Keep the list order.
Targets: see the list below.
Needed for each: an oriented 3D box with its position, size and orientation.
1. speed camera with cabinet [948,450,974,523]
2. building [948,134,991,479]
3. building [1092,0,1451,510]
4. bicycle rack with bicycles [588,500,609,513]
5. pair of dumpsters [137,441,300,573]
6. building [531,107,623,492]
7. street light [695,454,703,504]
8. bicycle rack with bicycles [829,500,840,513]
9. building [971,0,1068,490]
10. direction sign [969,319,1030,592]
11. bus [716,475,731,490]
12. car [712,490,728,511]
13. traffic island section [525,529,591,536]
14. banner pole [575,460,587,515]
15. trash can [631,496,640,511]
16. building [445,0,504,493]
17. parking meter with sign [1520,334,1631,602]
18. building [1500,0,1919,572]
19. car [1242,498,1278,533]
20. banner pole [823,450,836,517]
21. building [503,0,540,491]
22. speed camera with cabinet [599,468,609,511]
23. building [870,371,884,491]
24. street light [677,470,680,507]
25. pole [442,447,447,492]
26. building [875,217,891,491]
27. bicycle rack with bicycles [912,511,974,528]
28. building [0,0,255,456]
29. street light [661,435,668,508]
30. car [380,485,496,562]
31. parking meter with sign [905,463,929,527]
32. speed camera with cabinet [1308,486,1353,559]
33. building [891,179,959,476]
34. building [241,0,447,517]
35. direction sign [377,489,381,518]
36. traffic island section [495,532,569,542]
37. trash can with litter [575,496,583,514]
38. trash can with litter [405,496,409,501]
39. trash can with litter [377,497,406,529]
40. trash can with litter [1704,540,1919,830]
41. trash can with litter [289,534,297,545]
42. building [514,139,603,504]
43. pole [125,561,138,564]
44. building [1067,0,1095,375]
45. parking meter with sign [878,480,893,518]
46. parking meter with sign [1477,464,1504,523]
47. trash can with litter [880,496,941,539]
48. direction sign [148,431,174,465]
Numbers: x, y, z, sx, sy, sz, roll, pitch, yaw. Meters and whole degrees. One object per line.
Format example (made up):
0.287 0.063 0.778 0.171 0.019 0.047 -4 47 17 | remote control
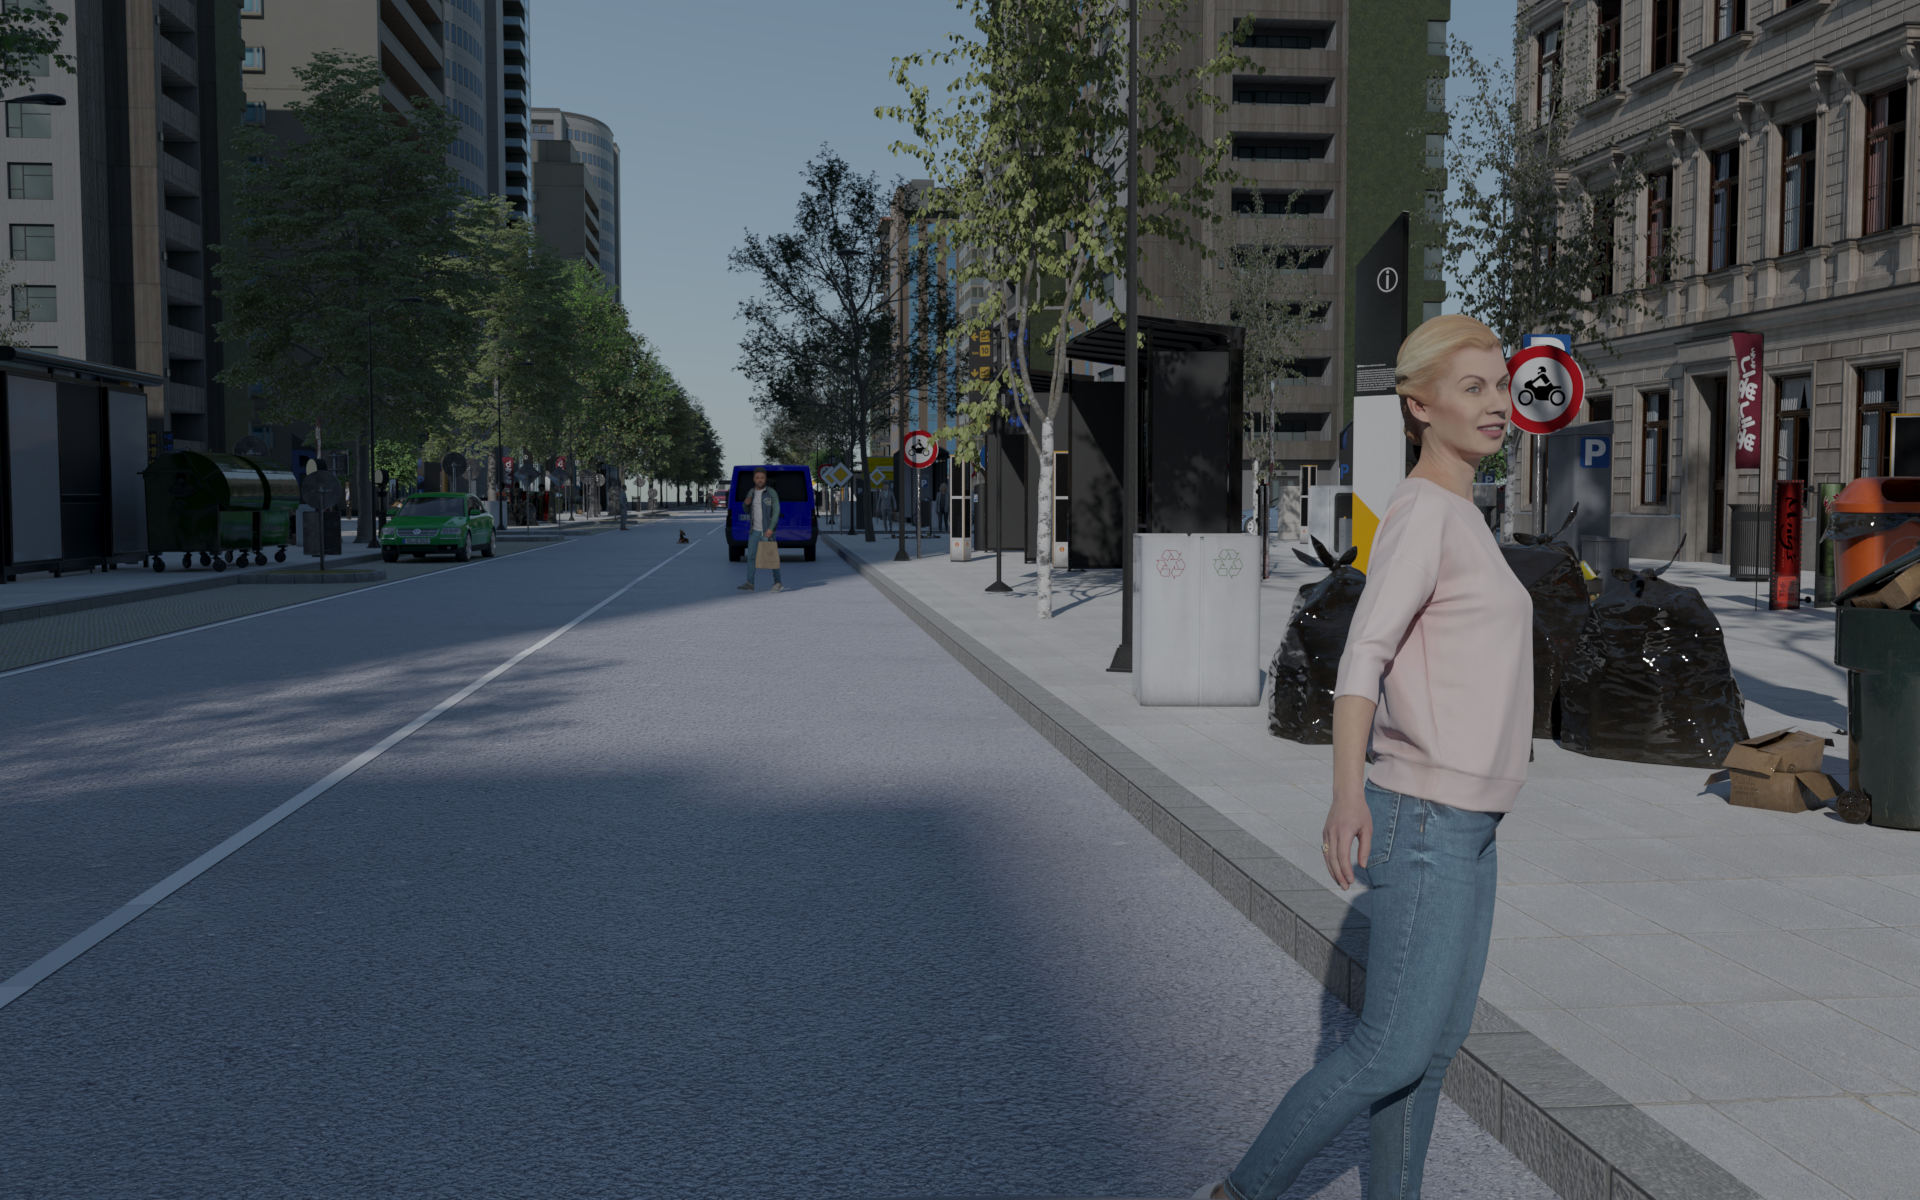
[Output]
0.494 -5.074 77.295 2.038 3.252 0.660 2 4 33 | speed camera with cabinet
12.772 -30.404 188.990 32.217 40.220 23.993 0 4 -6 | building
14.582 -19.157 84.922 14.107 30.474 14.160 0 4 -6 | building
-23.685 -6.202 114.782 2.852 0.926 2.925 1 4 10 | bicycle rack with bicycles
-12.898 -1.699 30.274 1.574 2.255 4.437 0 4 -6 | pair of dumpsters
-63.378 -44.157 263.969 21.231 58.520 28.212 0 4 -6 | building
-30.652 -13.843 198.876 1.470 5.913 1.316 0 4 -6 | street light
-7.344 -6.293 116.266 2.852 0.926 2.925 2 4 28 | bicycle rack with bicycles
11.516 -42.154 127.466 20.563 71.187 20.611 0 4 -6 | building
0.513 -1.880 22.740 0.876 3.537 0.379 2 4 27 | direction sign
-25.610 -12.211 194.516 2.948 3.499 13.247 0 4 -5 | bus
-20.544 -8.680 150.593 2.281 1.827 5.304 0 4 -6 | car
-14.091 -2.361 60.883 2.009 0.180 2.903 0 4 -6 | traffic island section
-23.423 -7.146 106.850 0.401 3.779 0.863 3 5 43 | banner pole
-24.367 -7.252 130.228 0.748 1.137 0.748 0 3 0 | trash can
-51.027 -36.913 145.530 21.231 58.520 28.212 0 4 -6 | building
6.476 -1.339 18.156 0.543 3.016 1.738 0 4 -6 | parking meter with sign
18.456 -10.234 31.951 10.561 19.102 19.286 0 4 -6 | building
11.428 -2.949 60.225 4.499 1.417 2.014 0 4 -8 | car
-7.329 -6.595 97.844 0.863 3.779 0.401 -3 4 -37 | banner pole
-54.353 -52.731 174.826 22.319 86.520 31.000 0 4 -6 | building
-26.754 -8.413 131.890 2.038 3.252 0.660 2 4 26 | speed camera with cabinet
-8.237 -31.729 290.471 14.160 30.474 14.107 0 4 -6 | building
-26.117 -11.306 157.388 1.470 5.913 1.316 0 4 -6 | street light
-21.972 -4.893 73.848 0.158 3.312 0.155 0 3 0 | pole
-1.767 -37.515 267.994 22.147 44.769 28.867 0 4 -6 | building
-0.221 -3.224 66.101 2.925 0.926 2.852 0 4 8 | bicycle rack with bicycles
-41.519 -18.761 78.446 14.160 30.474 14.107 0 4 -6 | building
-23.978 -10.033 136.573 1.470 5.913 1.316 0 4 -6 | street light
-11.288 -1.763 37.623 1.959 1.807 4.718 0 4 -5 | car
-1.582 -4.437 68.812 0.543 3.016 1.738 -2 4 -25 | parking meter with sign
7.882 -2.469 34.697 2.038 3.252 0.660 -3 4 -37 | speed camera with cabinet
-2.440 -36.460 246.233 14.600 45.320 14.200 0 4 -6 | building
-44.401 -29.532 106.547 21.300 48.544 21.600 0 4 -6 | building
-31.087 -6.165 92.789 0.379 3.537 0.876 -2 4 -30 | direction sign
-13.220 -1.876 52.945 2.009 0.180 2.903 0 4 -6 | traffic island section
-28.582 -7.283 130.463 0.624 1.170 1.055 0 4 8 | trash can with litter
-41.021 -7.121 127.488 1.678 1.210 2.233 -1 4 -20 | trash can with litter
-19.857 -3.004 60.502 1.055 1.170 0.624 0 4 7 | trash can with litter
3.516 0.277 6.858 0.624 1.170 1.055 -3 5 -43 | trash can with litter
-16.920 -1.957 43.392 1.055 1.170 0.624 -2 4 -33 | trash can with litter
-61.461 -37.662 239.475 21.300 48.544 21.600 0 4 -6 | building
-15.140 -2.307 31.564 0.158 3.312 0.155 0 3 0 | pole
14.435 -27.704 103.065 14.600 45.320 14.200 0 4 -6 | building
-3.746 -5.836 91.674 0.543 3.016 1.738 -3 4 -38 | parking meter with sign
16.306 -3.517 53.767 0.543 3.016 1.738 0 4 3 | parking meter with sign
-1.428 -2.387 50.080 2.233 1.210 1.678 -3 4 -36 | trash can with litter
-28.714 -4.297 62.254 0.876 3.537 0.379 -1 4 -17 | direction sign
